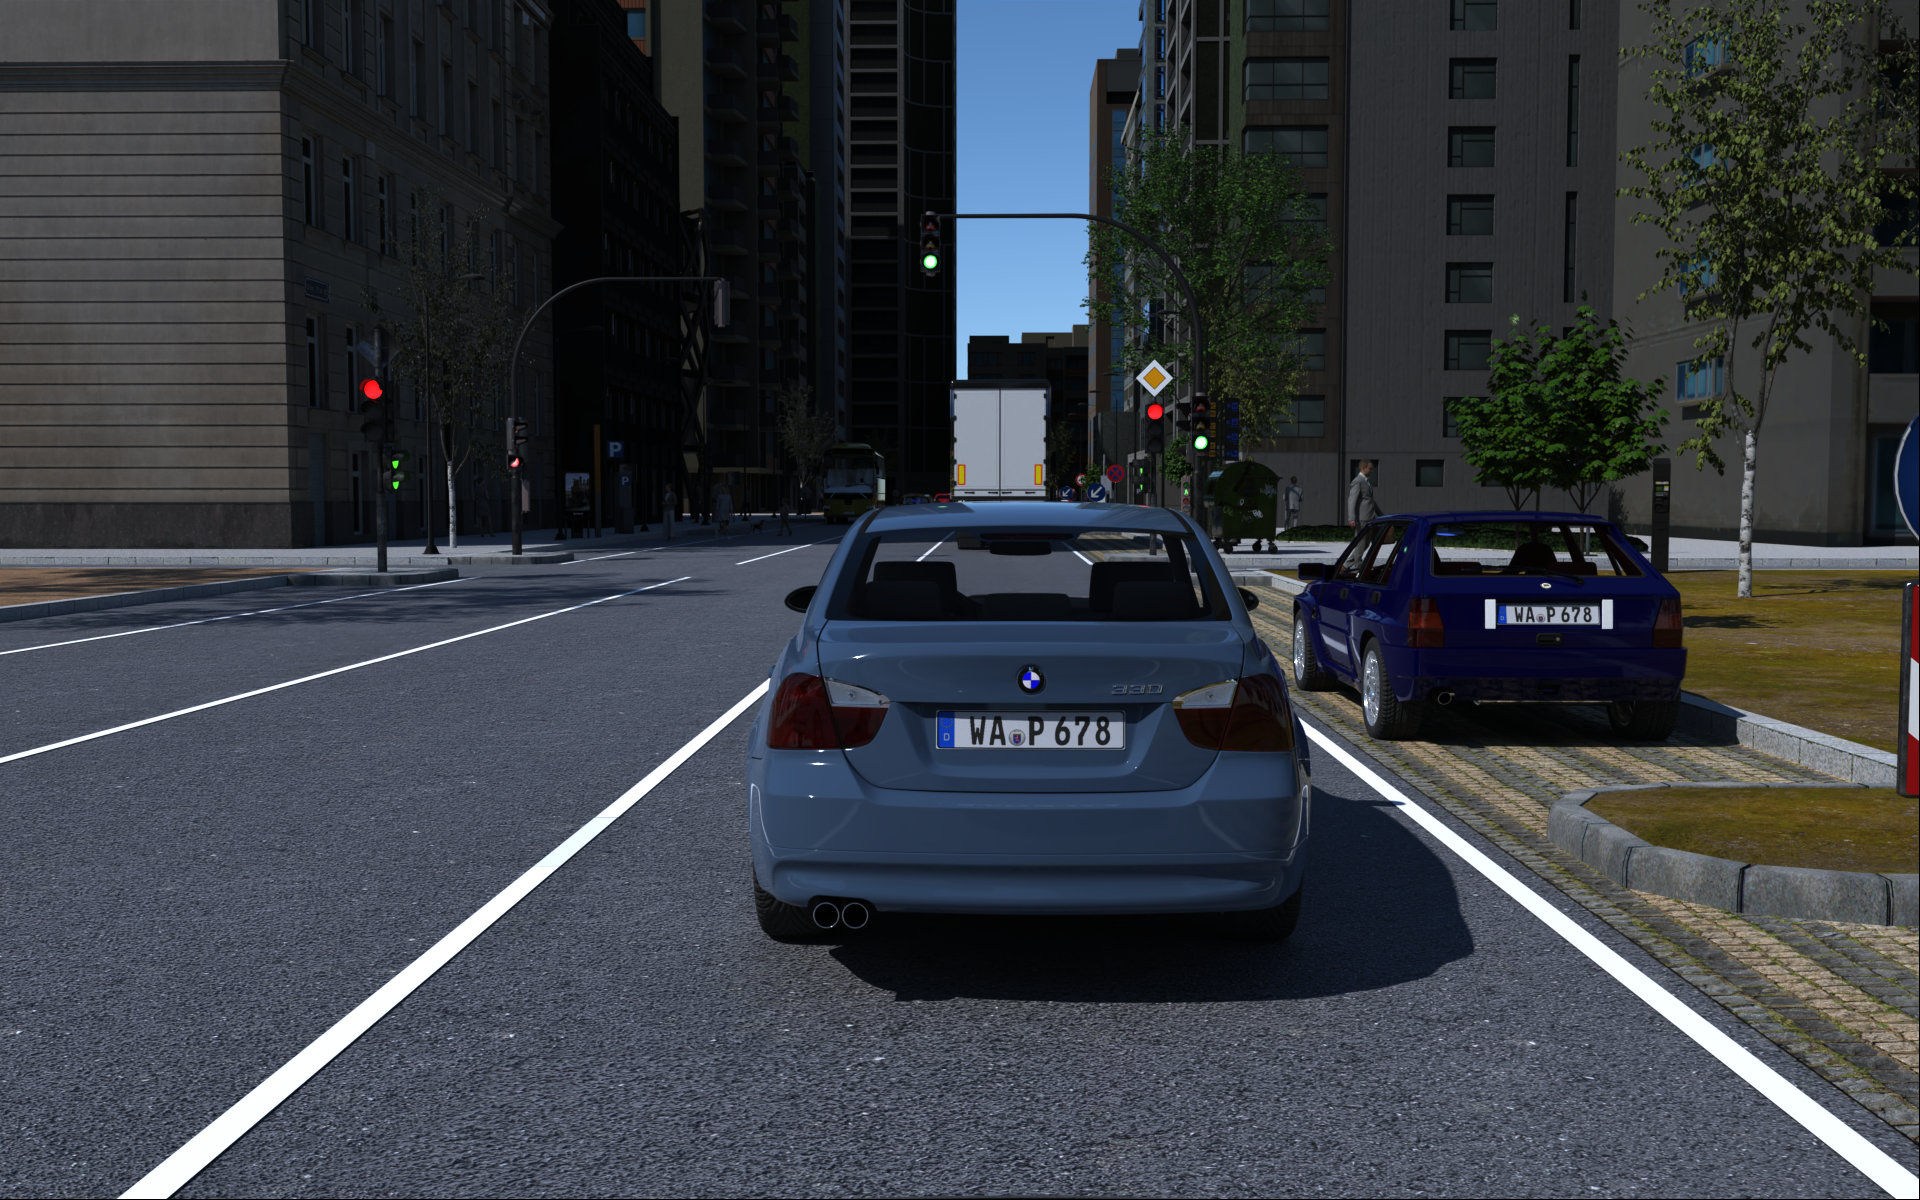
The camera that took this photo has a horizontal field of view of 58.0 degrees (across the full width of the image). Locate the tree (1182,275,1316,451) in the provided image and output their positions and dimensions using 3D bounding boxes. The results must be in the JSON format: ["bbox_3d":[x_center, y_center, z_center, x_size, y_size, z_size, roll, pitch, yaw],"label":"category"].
[{"bbox_3d":[9.546,-6.562,57.647,4.737,8.622,4.395,0,3,0],"label":"tree"}]

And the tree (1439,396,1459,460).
[{"bbox_3d":[5.890,-1.466,18.568,1.663,3.219,1.824,0,3,0],"label":"tree"}]

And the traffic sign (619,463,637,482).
[{"bbox_3d":[-11.102,-3.412,57.916,0.606,2.300,0.079,1,4,10],"label":"traffic sign"}]

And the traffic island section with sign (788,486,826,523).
[{"bbox_3d":[-7.856,-4.866,88.188,1.989,1.847,2.006,0,4,1],"label":"traffic island section with sign"}]

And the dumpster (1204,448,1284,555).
[{"bbox_3d":[6.131,-2.143,37.527,1.502,2.255,1.985,0,4,1],"label":"dumpster"}]

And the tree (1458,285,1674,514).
[{"bbox_3d":[5.709,-1.322,16.218,1.663,3.219,1.824,0,3,0],"label":"tree"}]

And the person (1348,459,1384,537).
[{"bbox_3d":[6.149,-1.234,26.337,0.853,1.813,0.709,2,4,29],"label":"person"}]

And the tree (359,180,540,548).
[{"bbox_3d":[-11.991,-5.530,40.786,4.360,8.622,3.978,0,3,0],"label":"tree"}]

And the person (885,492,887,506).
[{"bbox_3d":[-8.239,-11.142,188.355,0.705,1.807,1.348,-2,4,-25],"label":"person"}]

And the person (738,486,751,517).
[{"bbox_3d":[-12.316,-5.666,99.080,0.834,1.777,0.661,1,4,21],"label":"person"}]

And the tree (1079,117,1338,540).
[{"bbox_3d":[6.924,-7.519,48.686,9.928,11.665,9.643,0,3,0],"label":"tree"}]

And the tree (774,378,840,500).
[{"bbox_3d":[-9.935,-9.759,109.917,4.360,8.622,3.978,0,3,0],"label":"tree"}]

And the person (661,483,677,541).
[{"bbox_3d":[-8.888,-2.674,52.769,0.519,1.759,0.362,2,4,30],"label":"person"}]

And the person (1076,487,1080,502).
[{"bbox_3d":[9.203,-7.966,136.317,1.348,1.821,0.705,-1,4,-15],"label":"person"}]

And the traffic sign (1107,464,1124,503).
[{"bbox_3d":[6.681,-4.548,74.465,0.768,2.556,0.104,0,4,4],"label":"traffic sign"}]

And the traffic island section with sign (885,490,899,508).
[{"bbox_3d":[-6.086,-9.592,165.464,1.989,1.847,2.006,0,4,1],"label":"traffic island section with sign"}]

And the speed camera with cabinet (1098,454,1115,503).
[{"bbox_3d":[7.135,-5.565,85.319,0.660,3.252,2.038,1,4,17],"label":"speed camera with cabinet"}]

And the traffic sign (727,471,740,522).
[{"bbox_3d":[-10.230,-4.662,78.359,0.606,2.300,0.079,1,4,10],"label":"traffic sign"}]

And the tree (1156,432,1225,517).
[{"bbox_3d":[11.125,-6.077,83.075,4.285,4.588,4.351,0,3,0],"label":"tree"}]

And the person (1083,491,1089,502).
[{"bbox_3d":[9.703,-7.700,132.863,0.541,1.710,0.530,0,4,4],"label":"person"}]

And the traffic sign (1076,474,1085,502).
[{"bbox_3d":[7.543,-6.548,107.167,0.768,2.556,0.104,1,4,10],"label":"traffic sign"}]

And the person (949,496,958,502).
[{"bbox_3d":[-0.314,-3.602,68.226,0.643,1.720,0.563,2,4,24],"label":"person"}]

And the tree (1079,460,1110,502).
[{"bbox_3d":[7.588,-6.296,97.537,1.663,3.219,1.824,0,3,0],"label":"tree"}]

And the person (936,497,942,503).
[{"bbox_3d":[-0.978,-4.294,82.986,0.425,1.301,0.394,-2,4,-31],"label":"person"}]

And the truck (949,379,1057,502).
[{"bbox_3d":[1.277,-3.614,48.005,2.839,4.237,11.283,0,4,3],"label":"truck"}]

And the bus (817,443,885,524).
[{"bbox_3d":[-5.221,-5.795,86.292,2.896,3.916,12.252,0,4,0],"label":"bus"}]

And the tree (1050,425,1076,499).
[{"bbox_3d":[10.098,-14.052,180.106,4.737,8.622,4.395,0,3,0],"label":"tree"}]

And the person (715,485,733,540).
[{"bbox_3d":[-7.468,-2.771,54.554,0.760,1.731,0.466,2,4,34],"label":"person"}]

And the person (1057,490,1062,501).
[{"bbox_3d":[10.214,-10.430,176.586,0.705,1.823,1.348,-2,4,-31],"label":"person"}]

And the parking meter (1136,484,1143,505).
[{"bbox_3d":[7.345,-4.012,71.313,0.399,1.863,0.255,0,4,7],"label":"parking meter"}]

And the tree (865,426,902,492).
[{"bbox_3d":[-8.321,-14.224,182.928,4.737,8.622,4.395,0,3,0],"label":"tree"}]

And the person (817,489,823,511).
[{"bbox_3d":[-10.337,-7.502,129.641,0.756,1.711,0.436,-1,4,-9],"label":"person"}]

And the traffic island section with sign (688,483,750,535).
[{"bbox_3d":[-8.476,-3.214,61.177,1.989,1.847,2.006,0,4,1],"label":"traffic island section with sign"}]

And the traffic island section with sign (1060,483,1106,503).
[{"bbox_3d":[4.645,-3.195,60.872,1.989,1.847,2.006,0,4,1],"label":"traffic island section with sign"}]

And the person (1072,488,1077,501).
[{"bbox_3d":[8.265,-7.225,125.094,0.541,1.710,0.530,-3,4,-38],"label":"person"}]

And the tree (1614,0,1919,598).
[{"bbox_3d":[9.977,-4.343,21.369,4.737,8.622,4.395,0,3,0],"label":"tree"}]

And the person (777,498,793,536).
[{"bbox_3d":[-5.982,-2.847,59.324,0.475,1.303,0.640,3,5,40],"label":"person"}]

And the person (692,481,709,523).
[{"bbox_3d":[-11.467,-4.310,76.422,0.836,1.842,0.656,-2,4,-29],"label":"person"}]

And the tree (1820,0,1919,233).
[{"bbox_3d":[10.088,-3.950,14.939,4.360,8.622,3.978,0,3,0],"label":"tree"}]

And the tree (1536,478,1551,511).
[{"bbox_3d":[18.216,-4.325,54.422,4.285,4.588,4.351,0,3,0],"label":"tree"}]

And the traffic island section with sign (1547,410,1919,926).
[{"bbox_3d":[3.403,0.122,6.640,1.989,1.847,2.006,0,4,1],"label":"traffic island section with sign"}]

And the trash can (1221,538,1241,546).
[{"bbox_3d":[6.624,-1.899,42.696,0.748,1.137,0.748,0,3,0],"label":"trash can"}]

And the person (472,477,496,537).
[{"bbox_3d":[-14.252,-2.780,51.837,0.599,1.781,0.374,1,4,11],"label":"person"}]

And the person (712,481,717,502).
[{"bbox_3d":[-11.977,-4.886,85.285,0.474,1.900,0.648,-2,4,-24],"label":"person"}]

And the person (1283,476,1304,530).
[{"bbox_3d":[9.781,-2.736,50.981,0.606,1.804,0.583,0,4,-4],"label":"person"}]

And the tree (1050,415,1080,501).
[{"bbox_3d":[8.825,-12.550,155.558,4.360,8.622,3.978,0,3,0],"label":"tree"}]
